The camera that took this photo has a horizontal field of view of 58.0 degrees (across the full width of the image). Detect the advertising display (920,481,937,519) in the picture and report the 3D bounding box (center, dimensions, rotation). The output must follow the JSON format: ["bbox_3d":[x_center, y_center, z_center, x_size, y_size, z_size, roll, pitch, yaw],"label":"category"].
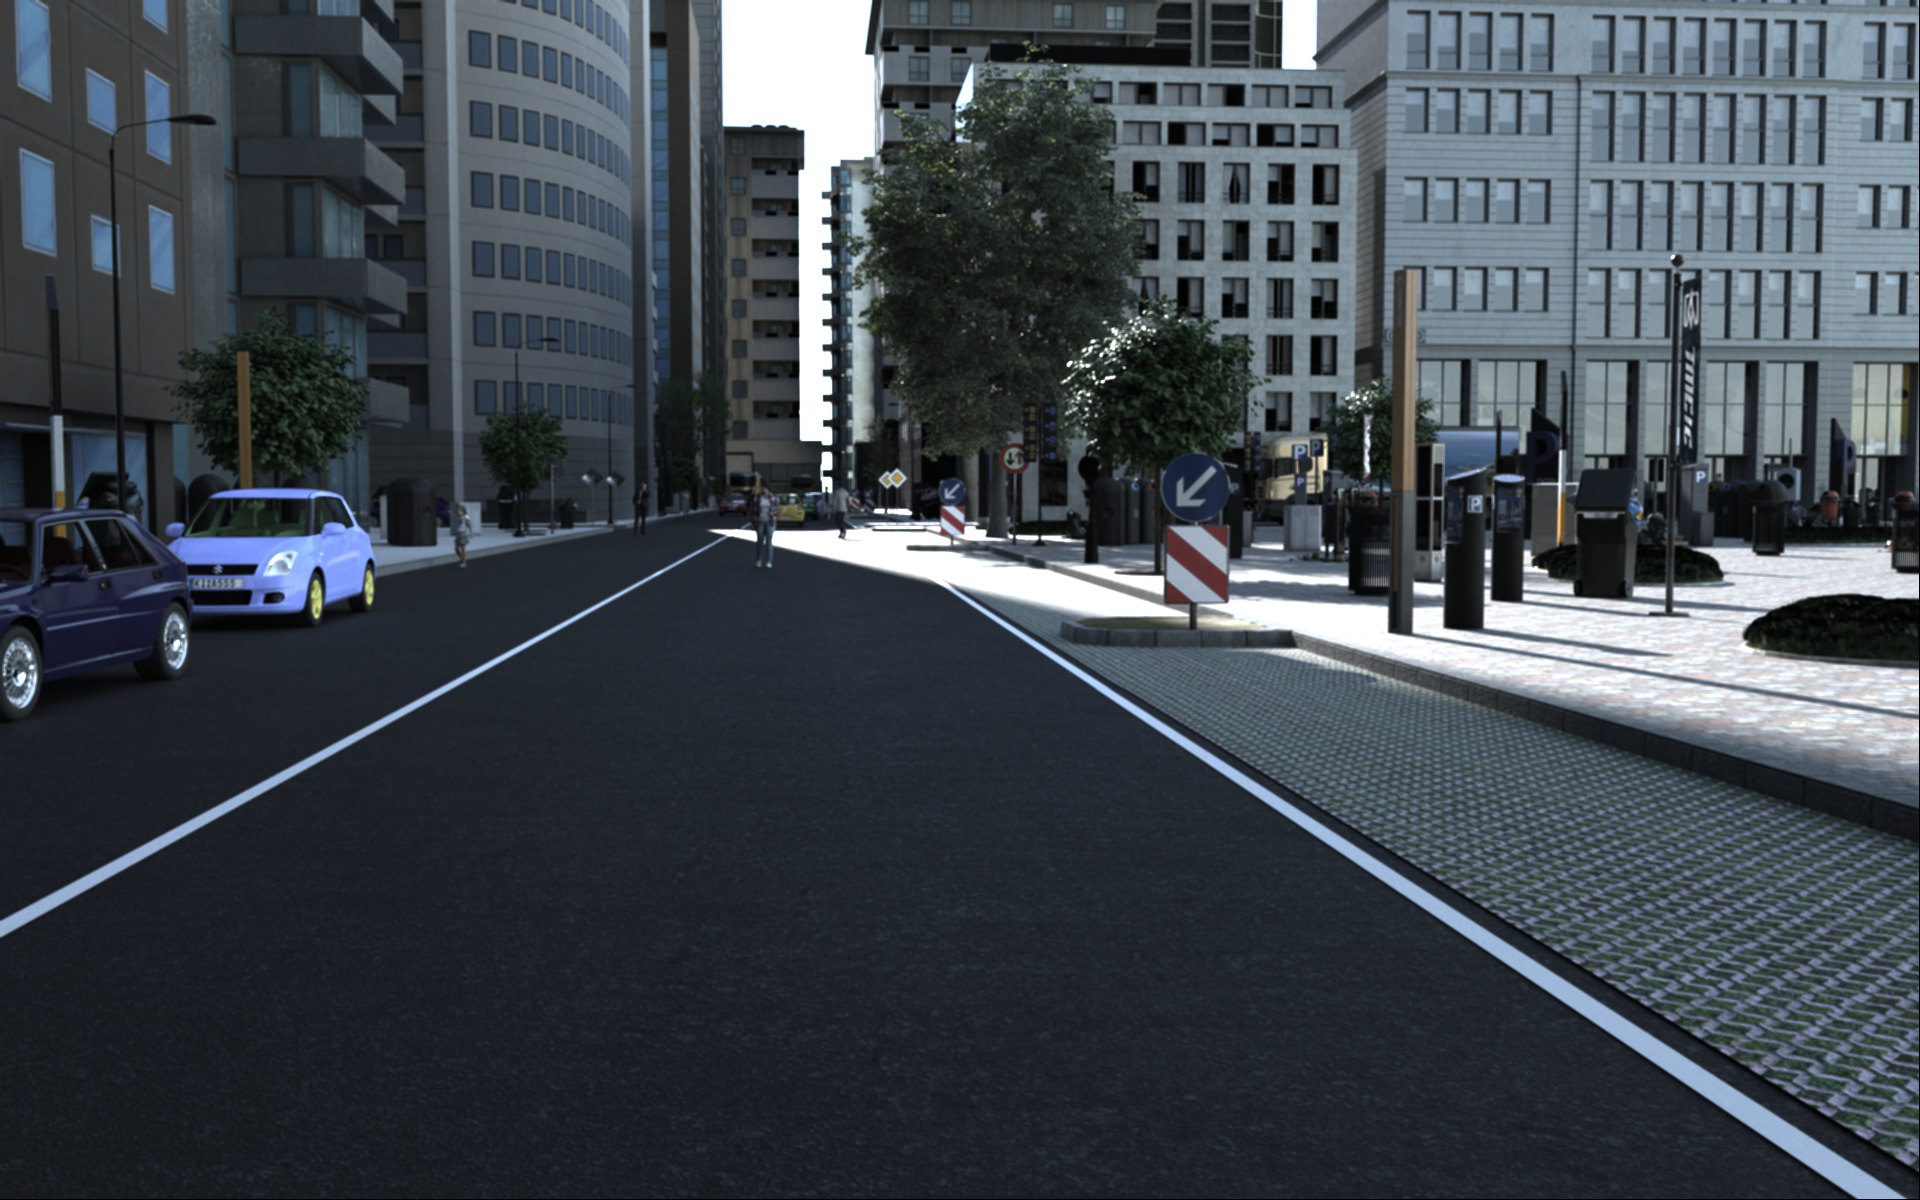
[{"bbox_3d":[-1.594,-5.082,88.308,0.974,1.923,0.123,-1,4,-11],"label":"advertising display"}]

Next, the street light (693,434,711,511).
[{"bbox_3d":[-19.962,-9.874,133.976,1.470,5.913,1.316,0,4,-5],"label":"street light"}]

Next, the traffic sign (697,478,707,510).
[{"bbox_3d":[-20.334,-8.353,136.682,0.768,2.556,0.104,0,4,-4],"label":"traffic sign"}]

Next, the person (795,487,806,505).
[{"bbox_3d":[-8.198,-4.898,88.765,0.592,1.802,0.473,3,4,36],"label":"person"}]

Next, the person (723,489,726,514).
[{"bbox_3d":[-16.684,-6.912,122.081,0.524,1.755,0.480,0,4,-2],"label":"person"}]

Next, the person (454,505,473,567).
[{"bbox_3d":[-9.730,-1.259,34.100,0.505,1.210,0.382,2,4,33],"label":"person"}]

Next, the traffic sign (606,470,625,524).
[{"bbox_3d":[-14.573,-4.262,73.319,0.795,2.450,0.064,0,4,-5],"label":"traffic sign"}]

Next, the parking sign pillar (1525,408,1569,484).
[{"bbox_3d":[18.125,-3.979,53.536,1.447,3.967,1.447,-2,4,-35],"label":"parking sign pillar"}]

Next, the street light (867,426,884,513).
[{"bbox_3d":[-5.648,-8.951,118.895,1.470,5.913,1.316,0,4,-5],"label":"street light"}]

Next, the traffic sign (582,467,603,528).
[{"bbox_3d":[-13.861,-3.775,65.366,0.795,2.450,0.064,0,4,-5],"label":"traffic sign"}]

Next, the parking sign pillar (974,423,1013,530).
[{"bbox_3d":[1.242,-4.515,62.285,1.447,3.967,1.447,3,5,42],"label":"parking sign pillar"}]

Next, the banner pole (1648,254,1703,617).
[{"bbox_3d":[7.486,-1.709,17.955,0.401,3.779,0.863,0,4,1],"label":"banner pole"}]

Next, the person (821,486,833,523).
[{"bbox_3d":[-6.597,-4.704,85.297,0.514,1.842,0.818,-2,4,-31],"label":"person"}]

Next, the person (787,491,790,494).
[{"bbox_3d":[-17.800,-10.366,178.509,0.721,1.766,1.217,-2,4,-27],"label":"person"}]

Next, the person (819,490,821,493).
[{"bbox_3d":[-15.710,-11.387,194.545,0.709,1.838,0.599,1,4,10],"label":"person"}]

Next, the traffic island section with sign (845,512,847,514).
[{"bbox_3d":[-7.787,-7.231,126.856,1.989,1.847,2.006,0,4,-5],"label":"traffic island section with sign"}]

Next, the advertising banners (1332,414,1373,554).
[{"bbox_3d":[8.513,-2.521,37.412,0.090,3.025,2.074,2,4,35],"label":"advertising banners"}]

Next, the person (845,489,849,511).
[{"bbox_3d":[-9.089,-7.884,137.505,0.767,1.812,0.694,-1,4,-10],"label":"person"}]

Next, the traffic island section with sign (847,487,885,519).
[{"bbox_3d":[-5.365,-5.574,99.757,1.989,1.847,2.006,0,4,-5],"label":"traffic island section with sign"}]

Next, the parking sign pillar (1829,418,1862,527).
[{"bbox_3d":[31.593,-4.497,61.994,1.447,3.967,1.447,-3,5,-42],"label":"parking sign pillar"}]

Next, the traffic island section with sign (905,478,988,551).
[{"bbox_3d":[-0.368,-2.156,43.886,1.989,1.847,2.006,0,4,-5],"label":"traffic island section with sign"}]

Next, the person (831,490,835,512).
[{"bbox_3d":[-10.168,-7.948,138.722,0.678,1.792,0.850,-2,4,-33],"label":"person"}]

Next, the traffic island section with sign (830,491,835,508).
[{"bbox_3d":[-12.173,-10.222,175.750,1.989,1.847,2.006,0,4,-5],"label":"traffic island section with sign"}]

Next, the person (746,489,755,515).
[{"bbox_3d":[-14.448,-6.808,120.158,0.721,1.781,0.623,0,4,7],"label":"person"}]

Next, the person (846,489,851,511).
[{"bbox_3d":[-8.355,-7.327,128.577,0.850,1.792,0.678,-2,4,-34],"label":"person"}]

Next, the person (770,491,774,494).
[{"bbox_3d":[-10.540,-5.326,97.398,0.330,1.601,0.589,0,4,0],"label":"person"}]

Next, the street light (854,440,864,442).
[{"bbox_3d":[-8.404,-10.800,149.128,1.470,5.913,1.316,0,4,-5],"label":"street light"}]

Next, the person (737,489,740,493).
[{"bbox_3d":[-17.332,-7.750,135.308,0.391,1.810,0.635,-1,4,-19],"label":"person"}]

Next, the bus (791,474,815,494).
[{"bbox_3d":[-19.137,-13.386,210.404,2.896,3.916,12.252,0,4,-4],"label":"bus"}]

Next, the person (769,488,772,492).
[{"bbox_3d":[-12.082,-6.217,110.023,0.818,1.842,0.514,-1,4,-18],"label":"person"}]

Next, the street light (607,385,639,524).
[{"bbox_3d":[-14.315,-6.176,73.523,1.470,5.913,1.316,0,4,-5],"label":"street light"}]

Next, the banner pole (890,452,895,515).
[{"bbox_3d":[-4.041,-6.946,103.580,0.401,3.779,0.863,1,4,15],"label":"banner pole"}]

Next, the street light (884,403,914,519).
[{"bbox_3d":[-2.966,-7.102,88.655,1.470,5.913,1.316,0,4,-5],"label":"street light"}]

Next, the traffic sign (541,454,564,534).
[{"bbox_3d":[-13.105,-3.395,55.611,0.768,2.556,0.104,0,4,-3],"label":"traffic sign"}]

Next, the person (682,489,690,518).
[{"bbox_3d":[-16.099,-5.677,101.895,0.480,1.755,0.524,-2,4,-29],"label":"person"}]

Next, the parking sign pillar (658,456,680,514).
[{"bbox_3d":[-18.811,-7.544,111.814,1.447,3.967,1.447,0,4,-2],"label":"parking sign pillar"}]

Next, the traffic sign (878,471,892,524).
[{"bbox_3d":[-3.122,-4.323,74.319,0.795,2.450,0.064,0,4,-5],"label":"traffic sign"}]

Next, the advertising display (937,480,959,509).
[{"bbox_3d":[-0.486,-4.366,76.597,0.974,1.923,0.123,2,4,35],"label":"advertising display"}]

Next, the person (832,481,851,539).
[{"bbox_3d":[-3.784,-2.893,55.641,0.661,1.843,0.795,-3,5,-39],"label":"person"}]

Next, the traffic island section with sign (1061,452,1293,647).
[{"bbox_3d":[2.040,-0.514,17.038,1.989,1.847,2.006,0,4,-5],"label":"traffic island section with sign"}]

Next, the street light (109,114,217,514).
[{"bbox_3d":[-9.781,-2.980,21.269,1.470,5.913,1.316,0,4,-5],"label":"street light"}]

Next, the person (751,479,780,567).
[{"bbox_3d":[-3.810,-1.505,33.948,0.563,1.720,0.643,0,4,0],"label":"person"}]

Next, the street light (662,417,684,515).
[{"bbox_3d":[-17.195,-8.025,103.744,1.470,5.913,1.316,0,4,-5],"label":"street light"}]

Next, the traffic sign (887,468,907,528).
[{"bbox_3d":[-2.411,-3.836,66.366,0.795,2.450,0.064,0,4,-5],"label":"traffic sign"}]

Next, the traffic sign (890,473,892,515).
[{"bbox_3d":[-4.214,-6.450,105.559,0.768,2.556,0.104,0,4,-5],"label":"traffic sign"}]

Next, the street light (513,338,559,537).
[{"bbox_3d":[-12.598,-4.829,51.496,1.470,5.913,1.316,0,4,-5],"label":"street light"}]

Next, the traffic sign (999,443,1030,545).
[{"bbox_3d":[1.361,-2.636,43.208,0.768,2.556,0.104,0,4,-3],"label":"traffic sign"}]

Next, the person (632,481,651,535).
[{"bbox_3d":[-11.301,-3.281,61.502,0.648,1.900,0.474,-1,4,-16],"label":"person"}]

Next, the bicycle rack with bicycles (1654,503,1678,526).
[{"bbox_3d":[27.967,-3.209,65.857,2.852,0.926,2.925,0,4,2],"label":"bicycle rack with bicycles"}]
